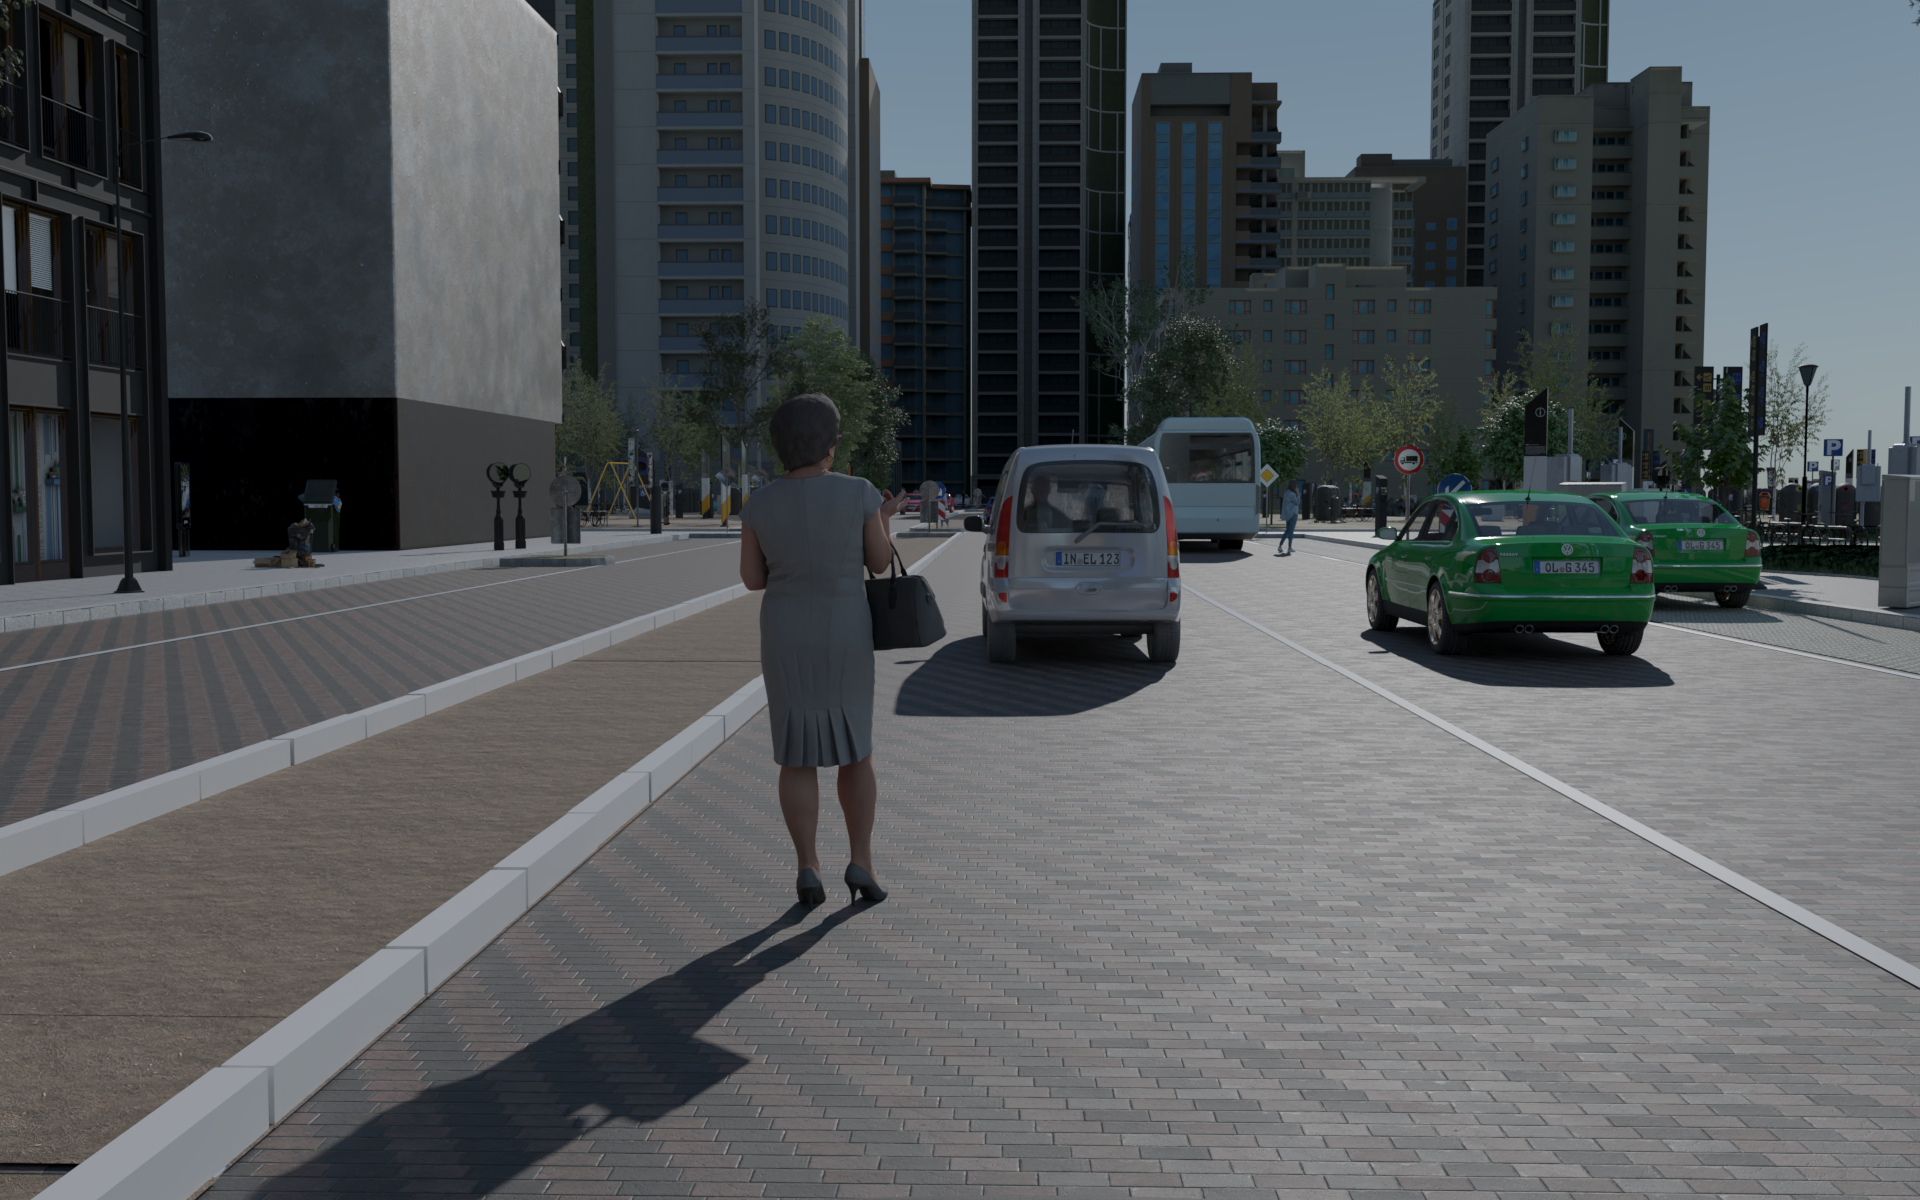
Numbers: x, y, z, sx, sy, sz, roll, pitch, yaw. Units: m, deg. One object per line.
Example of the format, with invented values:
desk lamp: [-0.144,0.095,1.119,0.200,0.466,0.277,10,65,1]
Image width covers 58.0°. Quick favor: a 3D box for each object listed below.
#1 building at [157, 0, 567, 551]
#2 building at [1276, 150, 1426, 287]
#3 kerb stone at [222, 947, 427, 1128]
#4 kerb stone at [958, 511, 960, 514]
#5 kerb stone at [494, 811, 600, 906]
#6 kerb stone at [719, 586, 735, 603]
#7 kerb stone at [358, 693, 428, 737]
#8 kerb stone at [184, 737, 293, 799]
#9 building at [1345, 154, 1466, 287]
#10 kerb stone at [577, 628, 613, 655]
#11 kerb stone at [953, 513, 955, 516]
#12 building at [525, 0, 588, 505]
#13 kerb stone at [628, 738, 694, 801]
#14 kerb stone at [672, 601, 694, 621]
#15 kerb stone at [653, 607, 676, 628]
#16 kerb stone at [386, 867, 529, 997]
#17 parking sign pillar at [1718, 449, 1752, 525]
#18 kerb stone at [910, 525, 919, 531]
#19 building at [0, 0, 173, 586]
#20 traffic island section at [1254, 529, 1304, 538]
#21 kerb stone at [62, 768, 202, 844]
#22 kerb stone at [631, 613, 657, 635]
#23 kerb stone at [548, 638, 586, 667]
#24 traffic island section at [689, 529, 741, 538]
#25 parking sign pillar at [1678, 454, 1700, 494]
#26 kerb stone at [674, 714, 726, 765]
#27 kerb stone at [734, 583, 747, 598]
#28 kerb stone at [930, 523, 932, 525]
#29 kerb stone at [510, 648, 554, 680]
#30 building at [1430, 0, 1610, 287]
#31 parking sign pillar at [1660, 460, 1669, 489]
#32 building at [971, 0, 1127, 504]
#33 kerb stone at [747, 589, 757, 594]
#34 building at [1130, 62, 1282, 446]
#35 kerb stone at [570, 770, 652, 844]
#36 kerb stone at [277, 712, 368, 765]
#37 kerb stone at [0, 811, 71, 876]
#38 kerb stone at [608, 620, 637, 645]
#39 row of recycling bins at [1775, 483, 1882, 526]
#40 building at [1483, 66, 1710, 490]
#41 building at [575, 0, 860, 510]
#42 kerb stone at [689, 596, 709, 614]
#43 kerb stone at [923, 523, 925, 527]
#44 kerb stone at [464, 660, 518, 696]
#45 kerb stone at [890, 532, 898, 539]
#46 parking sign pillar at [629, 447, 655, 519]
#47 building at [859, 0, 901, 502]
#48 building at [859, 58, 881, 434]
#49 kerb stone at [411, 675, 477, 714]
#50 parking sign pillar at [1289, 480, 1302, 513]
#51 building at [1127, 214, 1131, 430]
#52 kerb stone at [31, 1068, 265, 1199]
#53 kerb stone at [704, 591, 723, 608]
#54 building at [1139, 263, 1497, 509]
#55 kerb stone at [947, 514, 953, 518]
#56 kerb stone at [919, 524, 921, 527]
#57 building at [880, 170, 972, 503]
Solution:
building: [-20.773,-10.992,47.166,16.811,18.784,16.820,0,4,2]
building: [34.945,-31.110,200.531,32.217,40.220,23.993,0,4,2]
kerb stone: [-1.593,1.094,4.410,0.120,0.150,1.000,0,4,2]
kerb stone: [-0.273,-5.968,119.774,0.120,0.150,1.000,0,4,2]
kerb stone: [-1.531,0.963,6.458,0.120,0.150,1.000,0,4,2]
kerb stone: [-3.147,-0.044,22.919,0.120,0.150,1.000,0,4,2]
kerb stone: [-3.507,0.717,10.612,0.120,0.150,1.000,0,4,2]
kerb stone: [-3.577,0.838,8.562,0.120,0.150,1.000,0,4,2]
building: [58.132,-35.510,230.694,14.200,45.320,14.600,0,4,2]
kerb stone: [-3.355,0.395,15.741,0.120,0.150,1.000,0,4,2]
kerb stone: [-0.581,-5.342,109.534,0.120,0.150,1.000,0,4,2]
building: [-48.838,-46.881,204.754,20.611,71.187,20.563,0,4,2]
kerb stone: [-1.471,0.837,8.506,0.120,0.150,1.000,0,4,2]
kerb stone: [-3.235,0.149,19.844,0.120,0.150,1.000,0,4,2]
kerb stone: [-3.268,0.209,18.823,0.120,0.150,1.000,0,4,2]
kerb stone: [-1.560,1.029,5.431,0.120,0.150,1.000,0,4,2]
parking sign pillar: [32.544,-5.143,72.567,1.447,3.967,1.447,-1,4,-12]
kerb stone: [-1.797,-2.828,68.515,0.120,0.150,1.000,0,4,2]
building: [-19.559,-11.676,20.579,12.332,23.373,15.834,0,4,2]
traffic island section: [10.121,-2.129,57.082,2.009,0.180,2.903,0,4,2]
kerb stone: [-3.604,0.898,7.540,0.120,0.150,1.000,0,4,2]
kerb stone: [-3.304,0.269,17.793,0.120,0.150,1.000,0,4,2]
kerb stone: [-3.382,0.459,14.706,0.120,0.150,1.000,0,4,2]
traffic island section: [-7.762,-2.161,57.616,2.009,0.180,2.903,0,4,2]
parking sign pillar: [45.935,-7.379,109.126,1.447,3.967,1.447,-3,5,-43]
kerb stone: [-1.444,0.779,9.532,0.120,0.150,1.000,0,4,2]
kerb stone: [-3.112,-0.107,23.947,0.120,0.150,1.000,0,4,2]
kerb stone: [-1.486,-3.456,78.772,0.120,0.150,1.000,0,4,2]
kerb stone: [-3.418,0.521,13.677,0.120,0.150,1.000,0,4,2]
building: [75.626,-48.586,232.634,20.611,71.187,20.563,0,4,2]
parking sign pillar: [55.058,-9.028,136.077,1.447,3.967,1.447,-2,4,-24]
building: [12.061,-48.698,234.463,20.611,71.187,20.563,0,4,2]
kerb stone: [-3.087,-0.167,24.968,0.120,0.150,1.000,0,4,2]
building: [25.261,-32.485,181.232,14.600,45.320,14.200,0,4,2]
kerb stone: [-1.508,0.900,7.480,0.120,0.150,1.000,0,4,2]
kerb stone: [-3.538,0.771,9.590,0.120,0.150,1.000,0,4,2]
kerb stone: [-3.630,0.959,6.519,0.120,0.150,1.000,0,4,2]
kerb stone: [-3.322,0.332,16.770,0.120,0.150,1.000,0,4,2]
row of recycling bins: [32.462,-3.512,64.539,3.534,1.692,1.069,1,4,16]
building: [74.305,-35.331,201.363,21.600,48.544,21.300,0,4,2]
building: [-20.642,-37.444,154.215,21.231,58.520,28.212,0,4,2]
kerb stone: [-3.207,0.081,20.867,0.120,0.150,1.000,0,4,2]
kerb stone: [-1.671,-3.084,72.616,0.120,0.150,1.000,0,4,2]
kerb stone: [-3.452,0.584,12.655,0.120,0.150,1.000,0,4,2]
kerb stone: [-2.146,-2.112,56.734,0.120,0.150,1.000,0,4,2]
parking sign pillar: [-16.591,-6.235,90.413,1.447,3.967,1.447,-1,4,-19]
building: [-23.104,-54.364,201.521,31.000,86.520,22.319,0,4,2]
building: [-15.459,-32.143,175.641,14.600,45.320,14.200,0,4,2]
kerb stone: [-3.478,0.646,11.634,0.120,0.150,1.000,0,4,2]
parking sign pillar: [22.809,-7.972,118.818,1.447,3.967,1.447,0,4,6]
building: [29.799,-33.535,231.895,14.086,41.232,14.154,0,4,2]
kerb stone: [-1.624,1.152,3.382,0.120,0.150,1.000,0,4,2]
kerb stone: [-3.177,0.018,21.897,0.120,0.150,1.000,0,4,2]
building: [31.358,-19.236,159.555,27.650,21.520,28.899,0,4,2]
kerb stone: [-0.636,-5.214,107.490,0.120,0.150,1.000,0,4,2]
kerb stone: [-1.765,-2.896,69.542,0.120,0.150,1.000,0,4,2]
building: [-12.638,-35.619,237.000,28.867,44.769,22.147,0,4,2]
